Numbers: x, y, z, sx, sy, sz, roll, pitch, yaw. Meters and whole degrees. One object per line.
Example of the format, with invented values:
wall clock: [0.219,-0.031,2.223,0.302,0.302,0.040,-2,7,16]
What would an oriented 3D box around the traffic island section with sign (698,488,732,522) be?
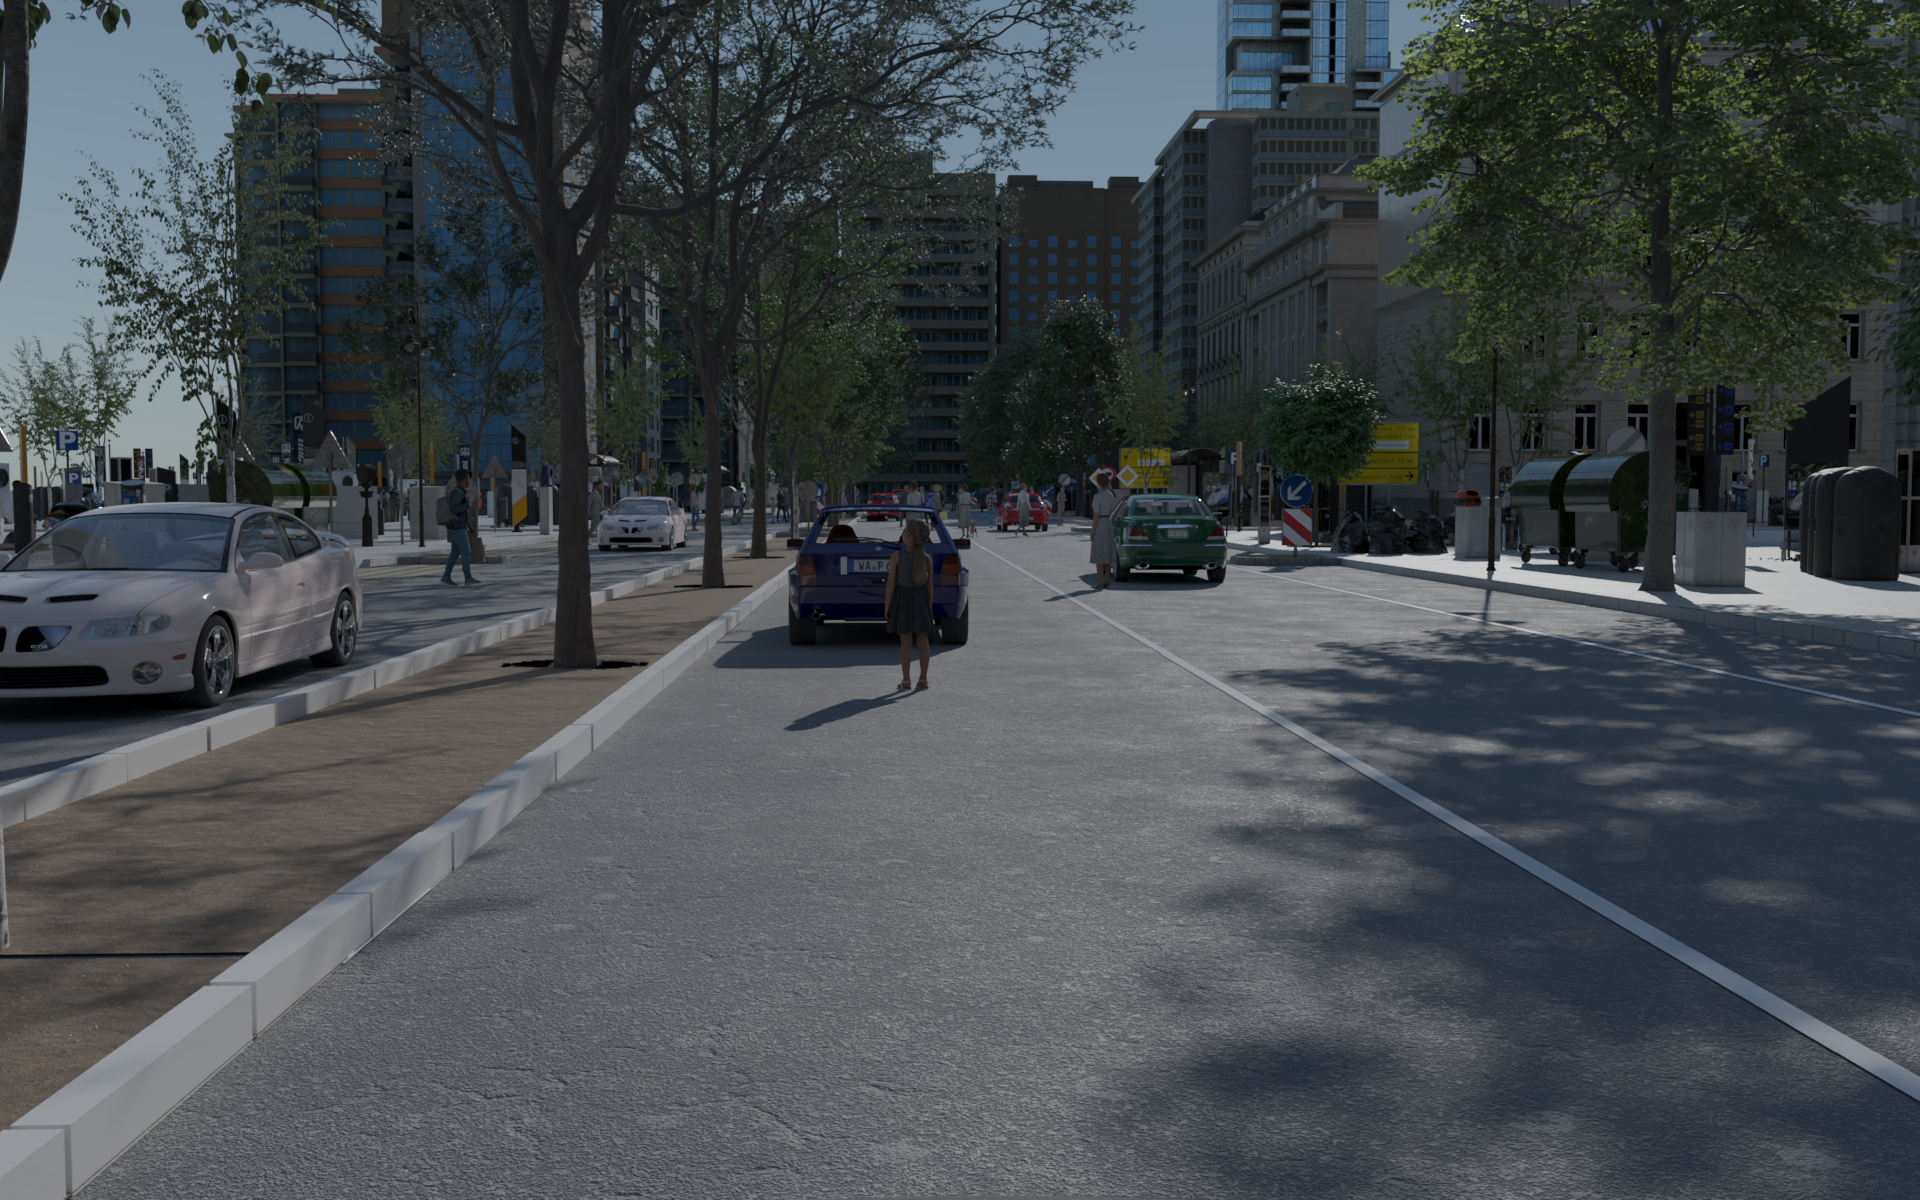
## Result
traffic island section with sign: [-12.626,-5.012,90.571,1.989,1.847,2.006,0,4,-2]

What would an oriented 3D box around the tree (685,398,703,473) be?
tree: [-19.221,-10.969,129.703,4.737,8.622,4.395,0,3,0]

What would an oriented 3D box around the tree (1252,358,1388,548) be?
tree: [8.739,-3.566,42.022,4.285,4.588,4.351,0,3,0]

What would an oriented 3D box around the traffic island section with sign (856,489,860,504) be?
traffic island section with sign: [-8.484,-8.109,140.721,2.006,1.907,1.989,0,4,-2]

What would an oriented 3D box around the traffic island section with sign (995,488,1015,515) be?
traffic island section with sign: [3.242,-6.691,118.018,1.989,1.847,2.006,0,4,-2]

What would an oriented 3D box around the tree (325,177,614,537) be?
tree: [-14.548,-7.149,51.299,8.767,10.594,7.601,-1,4,-11]

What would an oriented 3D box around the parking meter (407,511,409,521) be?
parking meter: [-26.268,-4.714,82.787,0.255,1.863,0.399,-2,4,-26]

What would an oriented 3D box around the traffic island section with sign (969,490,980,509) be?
traffic island section with sign: [1.208,-9.753,168.090,1.989,1.847,2.006,0,4,-2]

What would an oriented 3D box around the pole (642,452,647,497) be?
pole: [-15.320,-5.520,84.098,0.158,3.312,0.155,0,3,0]

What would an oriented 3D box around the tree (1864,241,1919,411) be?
tree: [10.284,-1.999,16.393,4.285,4.588,4.351,0,3,0]

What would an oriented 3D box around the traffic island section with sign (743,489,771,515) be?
traffic island section with sign: [-13.727,-6.673,117.724,1.989,1.847,2.006,0,4,-2]

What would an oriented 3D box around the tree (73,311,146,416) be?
tree: [-34.701,-7.276,69.318,4.737,8.622,4.395,0,3,0]

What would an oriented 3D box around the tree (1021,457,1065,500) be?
tree: [5.919,-8.462,122.073,4.285,4.588,4.351,0,3,0]

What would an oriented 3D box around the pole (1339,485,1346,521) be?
pole: [11.468,-3.550,51.885,0.158,3.312,0.155,0,3,0]

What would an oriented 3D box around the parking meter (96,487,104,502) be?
parking meter: [-45.552,-5.259,91.702,0.255,1.863,0.399,-1,4,-17]

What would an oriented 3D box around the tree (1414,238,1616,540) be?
tree: [15.500,-5.948,47.618,4.737,8.622,4.395,0,3,0]

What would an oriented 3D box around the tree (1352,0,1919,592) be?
tree: [9.195,-6.416,23.033,7.486,12.596,7.792,0,3,0]

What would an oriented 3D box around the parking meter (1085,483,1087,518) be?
parking meter: [6.822,-5.300,92.366,0.255,1.863,0.399,-1,4,-13]

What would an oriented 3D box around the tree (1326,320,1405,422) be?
tree: [17.004,-7.573,74.174,4.360,8.622,3.978,0,3,0]

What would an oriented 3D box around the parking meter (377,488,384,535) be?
parking meter: [-18.123,-2.782,53.904,0.372,1.533,0.369,0,3,0]

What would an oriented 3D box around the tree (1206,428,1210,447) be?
tree: [15.828,-10.575,123.268,4.360,8.622,3.978,0,3,0]

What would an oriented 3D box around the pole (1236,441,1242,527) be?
pole: [10.814,-4.484,67.160,0.158,3.312,0.155,0,3,0]

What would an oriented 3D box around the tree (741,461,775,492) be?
tree: [-18.245,-10.545,156.126,4.285,4.588,4.351,0,3,0]

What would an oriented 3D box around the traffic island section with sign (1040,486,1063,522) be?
traffic island section with sign: [4.348,-5.038,90.998,1.989,1.847,2.006,0,4,-2]

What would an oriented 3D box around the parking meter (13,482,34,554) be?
parking meter: [-20.232,-1.774,37.414,0.372,1.533,0.369,0,3,0]

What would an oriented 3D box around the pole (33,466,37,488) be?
pole: [-67.295,-8.088,126.075,0.158,3.312,0.155,0,3,0]

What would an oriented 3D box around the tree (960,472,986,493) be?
tree: [1.720,-14.225,216.289,4.285,4.588,4.351,0,3,0]

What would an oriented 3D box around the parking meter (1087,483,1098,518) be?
parking meter: [6.822,-5.052,88.310,0.399,1.863,0.255,0,4,7]

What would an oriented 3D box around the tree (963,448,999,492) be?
tree: [2.656,-14.106,180.999,4.737,8.622,4.395,0,3,0]

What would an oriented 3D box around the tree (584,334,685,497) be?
tree: [-15.200,-7.859,78.861,4.737,8.622,4.395,0,3,0]

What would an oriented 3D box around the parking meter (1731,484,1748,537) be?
parking meter: [19.877,-2.188,44.181,0.372,1.533,0.369,0,3,0]

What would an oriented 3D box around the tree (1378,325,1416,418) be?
tree: [15.137,-6.247,52.506,4.737,8.622,4.395,0,3,0]

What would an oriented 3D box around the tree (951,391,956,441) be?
tree: [4.098,-15.451,159.278,9.857,13.997,8.962,0,3,0]

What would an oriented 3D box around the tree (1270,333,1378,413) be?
tree: [17.383,-7.901,79.539,4.737,8.622,4.395,0,3,0]

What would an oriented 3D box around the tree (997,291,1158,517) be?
tree: [6.738,-11.092,98.355,9.611,12.733,9.660,0,3,0]

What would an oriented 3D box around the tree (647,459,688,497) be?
tree: [-16.002,-6.027,93.137,1.663,3.219,1.824,0,3,0]

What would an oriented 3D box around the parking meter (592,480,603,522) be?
parking meter: [-14.730,-3.959,70.434,0.399,1.863,0.255,1,4,10]

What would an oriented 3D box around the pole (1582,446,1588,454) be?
pole: [26.373,-4.852,73.179,0.158,3.312,0.155,0,3,0]

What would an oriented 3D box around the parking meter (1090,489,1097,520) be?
parking meter: [6.598,-4.723,85.633,0.372,1.533,0.369,0,3,0]

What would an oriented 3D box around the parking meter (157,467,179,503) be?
parking meter: [-16.883,-1.910,36.947,0.399,1.863,0.255,-1,4,-19]

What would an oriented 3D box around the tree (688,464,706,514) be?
tree: [-16.891,-7.149,111.486,1.663,3.219,1.824,0,3,0]

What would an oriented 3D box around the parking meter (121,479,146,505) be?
parking meter: [-13.673,-1.239,28.677,0.372,1.533,0.369,0,3,0]

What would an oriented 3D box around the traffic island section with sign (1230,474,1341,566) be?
traffic island section with sign: [6.605,-1.641,35.453,1.989,1.847,2.006,0,4,-2]

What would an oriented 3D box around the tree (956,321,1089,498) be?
tree: [5.302,-13.590,128.849,9.857,13.997,8.962,0,3,0]

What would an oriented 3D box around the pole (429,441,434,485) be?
pole: [-20.177,-4.427,66.222,0.158,3.312,0.155,0,3,0]

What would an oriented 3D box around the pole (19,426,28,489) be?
pole: [-27.973,-3.543,51.772,0.158,3.312,0.155,0,3,0]

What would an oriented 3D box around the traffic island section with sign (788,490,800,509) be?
traffic island section with sign: [-15.756,-9.732,167.740,1.989,1.847,2.006,0,4,-2]

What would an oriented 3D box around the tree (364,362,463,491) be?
tree: [-31.293,-8.968,96.984,4.737,8.622,4.395,0,3,0]

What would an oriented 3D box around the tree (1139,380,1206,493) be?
tree: [13.106,-9.891,112.076,4.360,8.622,3.978,0,3,0]

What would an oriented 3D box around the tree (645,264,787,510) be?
tree: [-18.509,-17.356,139.665,12.611,20.169,13.585,0,3,0]

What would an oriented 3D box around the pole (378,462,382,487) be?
pole: [-36.770,-7.095,109.840,0.158,3.312,0.155,0,3,0]

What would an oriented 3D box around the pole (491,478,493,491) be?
pole: [-33.147,-7.886,122.785,0.158,3.312,0.155,0,3,0]

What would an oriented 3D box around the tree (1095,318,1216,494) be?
tree: [7.703,-7.436,71.941,4.737,8.622,4.395,0,3,0]

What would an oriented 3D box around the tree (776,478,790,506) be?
tree: [-19.513,-12.090,192.273,1.663,3.219,1.824,0,3,0]

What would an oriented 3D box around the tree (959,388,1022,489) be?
tree: [3.775,-15.572,172.726,7.486,12.596,7.792,0,3,0]

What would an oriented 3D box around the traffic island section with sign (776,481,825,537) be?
traffic island section with sign: [-5.137,-3.065,58.243,2.006,1.907,1.989,0,4,-2]

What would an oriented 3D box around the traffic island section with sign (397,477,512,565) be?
traffic island section with sign: [-10.408,-1.668,35.894,1.989,1.847,2.006,0,4,-2]
